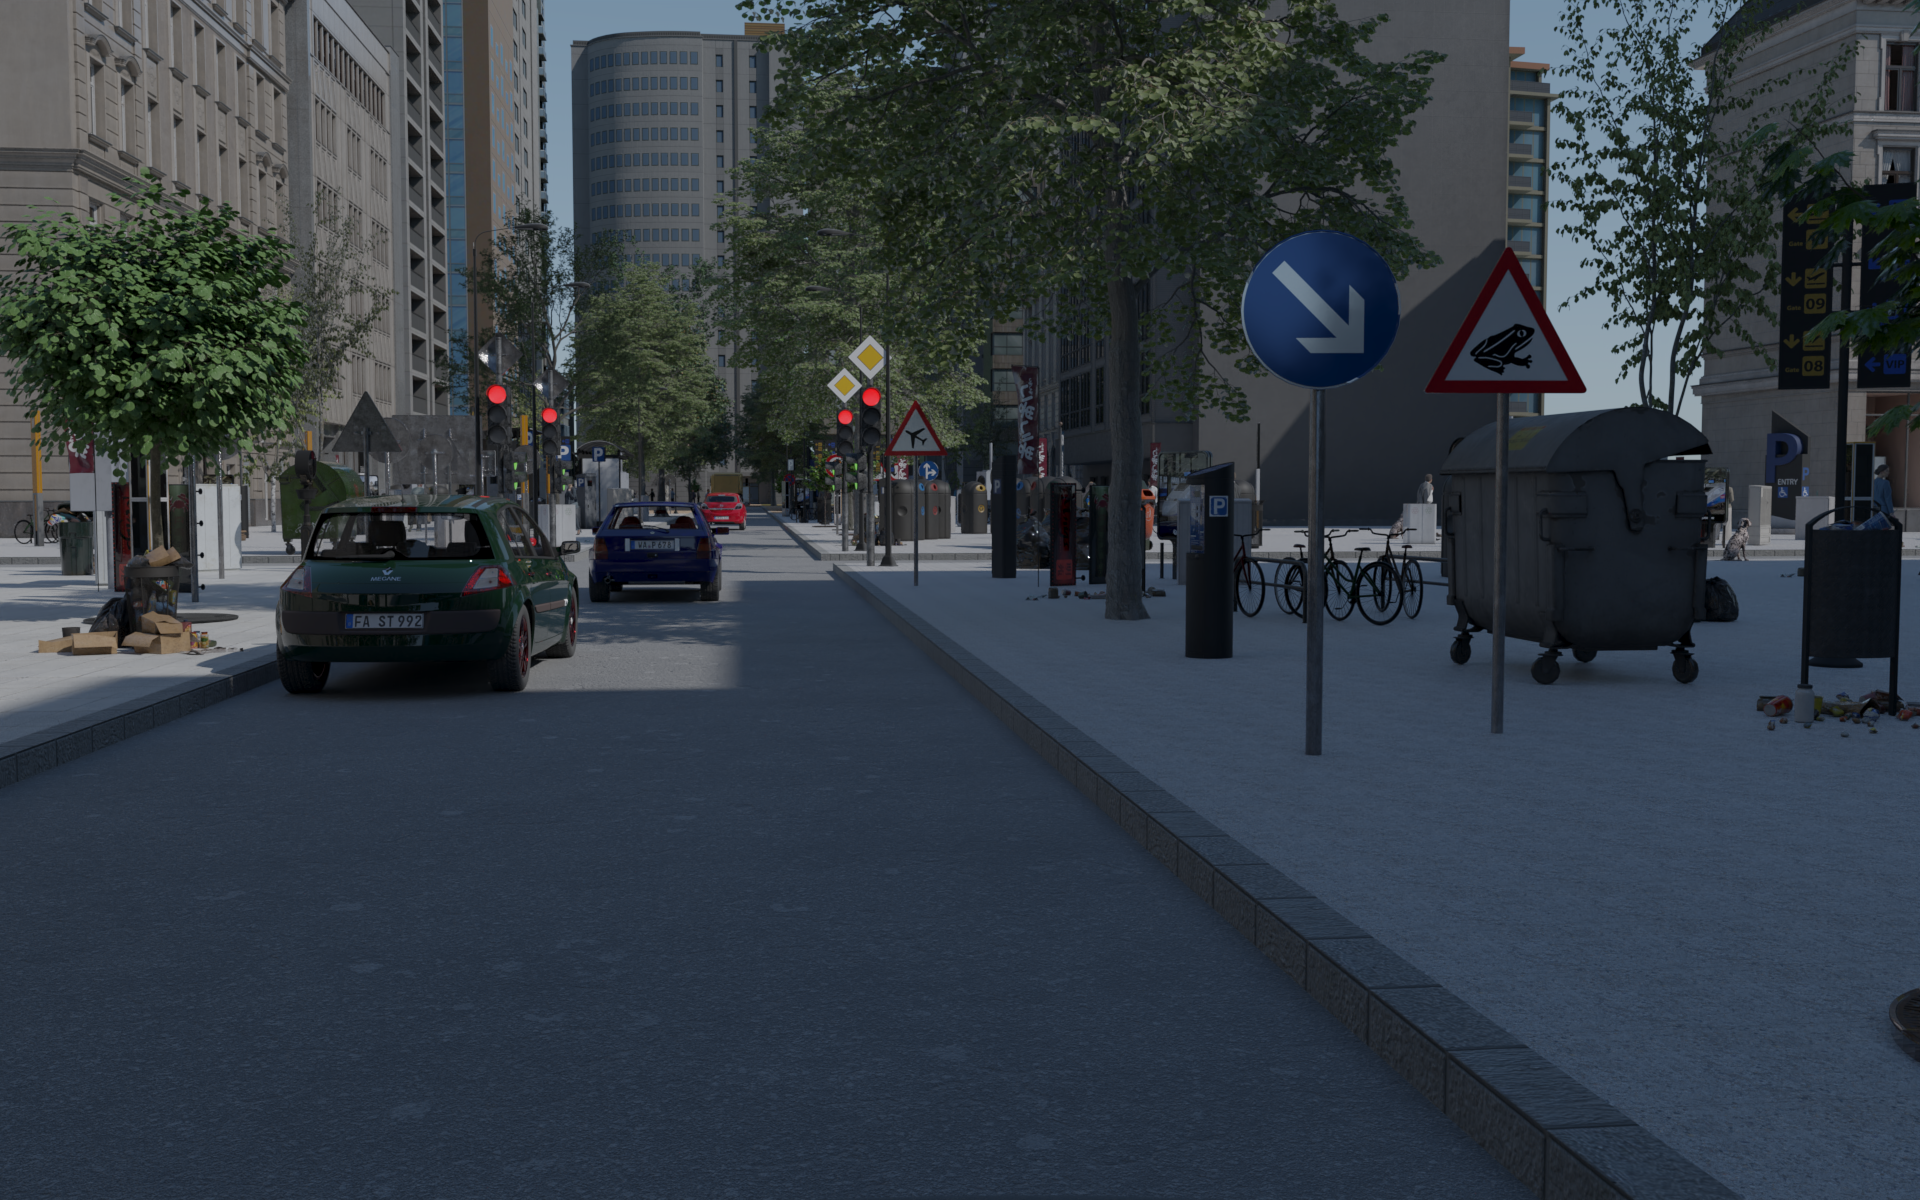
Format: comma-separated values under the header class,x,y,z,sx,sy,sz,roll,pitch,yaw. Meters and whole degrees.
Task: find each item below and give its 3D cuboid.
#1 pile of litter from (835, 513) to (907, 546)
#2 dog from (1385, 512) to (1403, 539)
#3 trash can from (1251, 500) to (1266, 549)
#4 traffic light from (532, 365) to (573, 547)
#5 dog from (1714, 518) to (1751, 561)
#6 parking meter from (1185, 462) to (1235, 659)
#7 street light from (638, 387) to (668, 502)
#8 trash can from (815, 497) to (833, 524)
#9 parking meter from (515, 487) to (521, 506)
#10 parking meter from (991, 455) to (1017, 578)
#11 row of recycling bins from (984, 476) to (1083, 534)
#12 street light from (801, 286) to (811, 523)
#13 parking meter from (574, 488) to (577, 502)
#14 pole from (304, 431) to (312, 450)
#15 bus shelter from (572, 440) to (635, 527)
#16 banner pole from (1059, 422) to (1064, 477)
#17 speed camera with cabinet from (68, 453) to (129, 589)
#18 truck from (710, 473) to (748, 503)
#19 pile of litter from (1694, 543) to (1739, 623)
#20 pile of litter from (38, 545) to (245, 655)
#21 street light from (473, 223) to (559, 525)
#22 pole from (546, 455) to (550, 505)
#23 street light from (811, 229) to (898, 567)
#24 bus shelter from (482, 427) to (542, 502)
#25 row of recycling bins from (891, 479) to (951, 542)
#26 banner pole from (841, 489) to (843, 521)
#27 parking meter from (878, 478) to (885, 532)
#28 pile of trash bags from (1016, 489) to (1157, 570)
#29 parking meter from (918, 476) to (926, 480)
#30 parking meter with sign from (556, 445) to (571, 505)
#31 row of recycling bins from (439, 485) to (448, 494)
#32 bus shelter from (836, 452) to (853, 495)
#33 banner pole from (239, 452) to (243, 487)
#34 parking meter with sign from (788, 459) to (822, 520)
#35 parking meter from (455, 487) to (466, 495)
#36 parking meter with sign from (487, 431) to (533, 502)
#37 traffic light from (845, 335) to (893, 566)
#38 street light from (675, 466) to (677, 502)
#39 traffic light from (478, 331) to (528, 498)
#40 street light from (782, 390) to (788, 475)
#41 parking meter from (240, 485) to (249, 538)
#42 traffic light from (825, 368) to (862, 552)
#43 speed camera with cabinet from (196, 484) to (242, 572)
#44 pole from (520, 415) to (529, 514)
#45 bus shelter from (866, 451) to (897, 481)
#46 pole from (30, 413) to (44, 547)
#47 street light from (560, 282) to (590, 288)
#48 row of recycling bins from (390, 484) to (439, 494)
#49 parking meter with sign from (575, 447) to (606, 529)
class,x,y,z,sx,sy,sz,roll,pitch,yaw
pile of litter,-2.214,-1.784,43.133,1.719,0.858,1.176,1,4,18
dog,12.459,-2.154,49.590,0.800,0.831,0.513,3,5,44
trash can,6.821,-1.782,40.794,0.748,1.137,0.748,0,3,0
traffic light,-8.898,-2.992,37.836,0.839,4.253,0.868,0,4,-7
dog,14.832,-1.162,33.379,0.800,0.831,0.513,1,4,19
parking meter,1.962,-0.318,13.603,0.372,1.533,0.369,0,3,0
street light,-13.414,-6.291,75.398,1.470,5.913,1.316,0,4,-7
trash can,-5.848,-3.850,74.594,0.748,1.137,0.748,0,3,0
parking meter,-13.512,-2.743,53.254,0.372,1.533,0.369,0,3,0
parking meter,0.670,-1.270,26.471,0.255,1.863,0.399,-2,4,-29
row of recycling bins,1.855,-2.068,40.918,1.069,1.692,3.534,-2,4,-24
street light,-2.760,-4.055,38.844,1.470,5.913,1.316,0,4,-7
parking meter,-15.439,-3.721,69.249,0.372,1.533,0.369,0,3,0
pole,-21.085,-3.810,56.141,0.158,3.312,0.155,0,3,0
bus shelter,-13.892,-4.515,67.746,2.014,3.302,5.546,0,4,-7
banner pole,3.548,-4.306,60.424,0.401,3.779,0.863,1,4,14
speed camera with cabinet,-11.782,-1.818,24.053,0.660,3.252,2.038,-1,4,-11
truck,-20.808,-9.741,155.196,3.469,3.379,9.791,0,4,-5
pile of litter,7.146,-0.222,17.601,1.719,0.858,1.176,0,4,-4
pile of litter,-6.731,-0.012,14.161,1.719,0.858,1.176,2,4,28
street light,-7.753,-3.501,29.790,1.470,5.913,1.316,0,4,-7
pole,-16.910,-4.736,71.277,0.158,3.312,0.155,0,3,0
street light,-1.810,-3.548,30.544,1.470,5.913,1.316,0,4,-7
bus shelter,-16.119,-4.376,62.830,1.731,3.624,6.357,0,4,-7
row of recycling bins,-1.197,-2.525,48.397,1.069,1.692,3.534,1,4,21
banner pole,-5.426,-5.575,81.176,0.401,3.779,0.863,-2,4,-35
parking meter,-2.468,-3.091,56.251,0.399,1.863,0.255,0,4,-6
pile of trash bags,2.386,-1.281,30.693,1.912,1.369,3.447,3,5,40
parking meter,-1.253,-3.066,55.842,0.255,1.863,0.399,1,4,10
parking meter with sign,-14.017,-3.948,60.805,0.543,3.016,1.738,0,4,-6
row of recycling bins,-24.840,-4.606,82.427,1.069,1.692,3.534,-1,4,-20
bus shelter,-6.384,-6.634,99.757,1.731,3.624,6.357,0,4,-7
banner pole,-22.712,-3.959,54.752,0.401,3.779,0.863,-1,4,-18
parking meter with sign,-7.809,-5.589,87.647,1.738,3.016,0.543,-3,4,-36
parking meter,-17.501,-3.202,60.766,0.372,1.533,0.369,0,3,0
parking meter with sign,-12.743,-3.170,48.084,1.738,3.016,0.543,1,4,13
traffic light,-1.608,-2.556,30.704,0.839,4.253,0.868,0,4,-7
street light,-17.910,-8.549,112.318,1.470,5.913,1.316,0,4,-7
traffic light,-7.920,-2.507,29.911,0.839,4.253,0.868,0,4,-7
street light,-7.403,-6.345,76.279,1.470,5.913,1.316,0,4,-7
parking meter,-20.792,-2.551,50.116,0.372,1.533,0.369,0,3,0
traffic light,-2.587,-3.040,38.629,0.839,4.253,0.868,0,4,-7
speed camera with cabinet,-12.807,-2.078,28.309,0.660,3.252,2.038,2,4,28
pole,-11.299,-3.126,44.956,0.158,3.312,0.155,0,3,0
bus shelter,-4.319,-6.116,91.285,1.731,3.624,6.357,0,4,-7
pole,-22.552,-2.965,42.322,0.158,3.312,0.155,0,3,0
street light,-8.796,-4.005,38.030,1.470,5.913,1.316,0,4,-7
row of recycling bins,-23.156,-4.031,73.014,1.069,1.692,3.534,0,4,1
parking meter with sign,-13.729,-4.115,63.535,0.543,3.016,1.738,2,4,25
